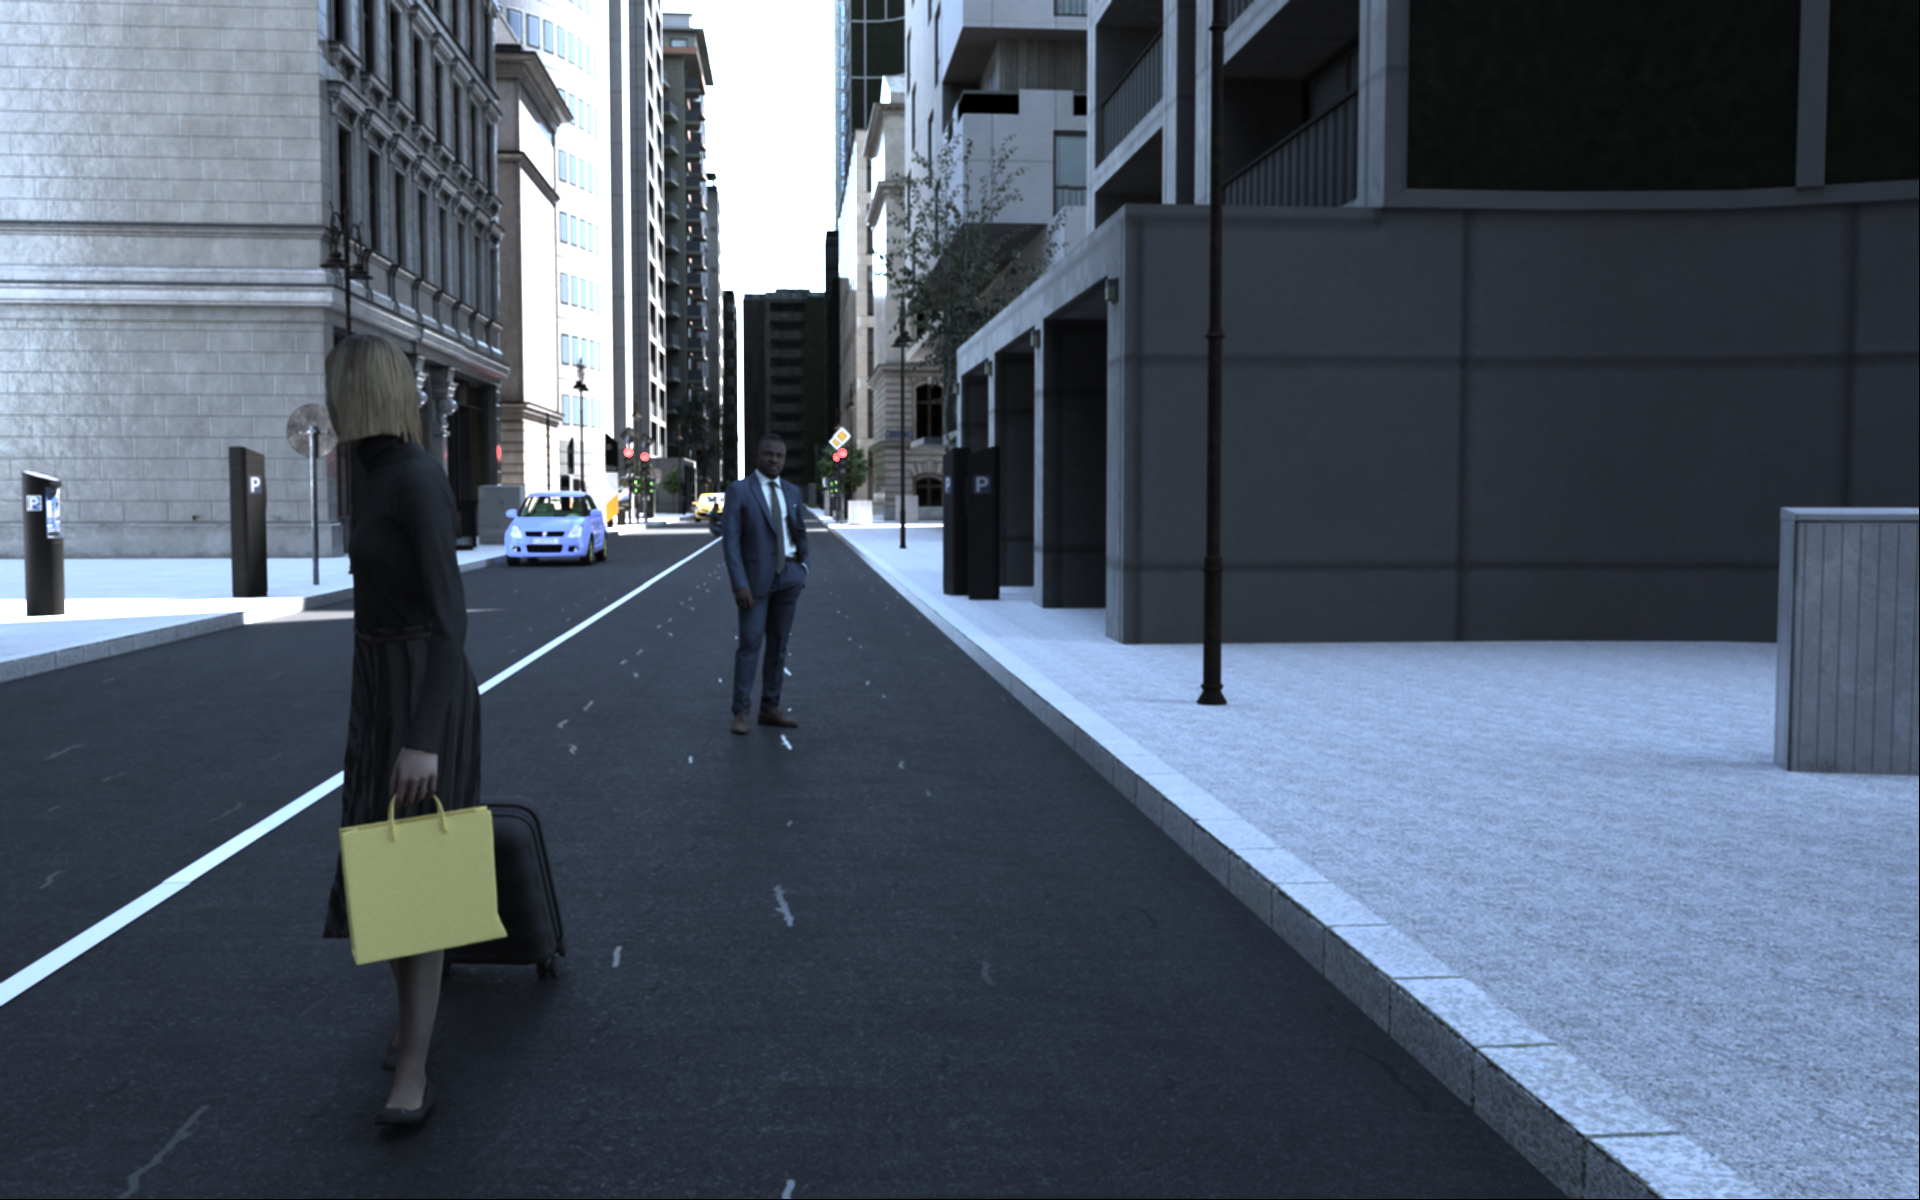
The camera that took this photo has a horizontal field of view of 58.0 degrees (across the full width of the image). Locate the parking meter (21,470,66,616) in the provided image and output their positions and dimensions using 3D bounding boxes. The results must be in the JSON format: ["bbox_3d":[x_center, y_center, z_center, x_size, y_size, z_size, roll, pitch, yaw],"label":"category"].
[{"bbox_3d":[-9.677,-0.604,18.290,0.372,1.533,0.369,0,3,0],"label":"parking meter"}]

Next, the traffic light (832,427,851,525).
[{"bbox_3d":[-4.925,-5.093,72.198,0.839,4.253,0.868,0,4,-6],"label":"traffic light"}]

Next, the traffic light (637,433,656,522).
[{"bbox_3d":[-14.373,-5.527,79.282,0.839,4.253,0.868,0,4,-6],"label":"traffic light"}]

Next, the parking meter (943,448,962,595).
[{"bbox_3d":[-0.041,-1.000,22.063,0.255,1.863,0.399,-1,4,-21],"label":"parking meter"}]

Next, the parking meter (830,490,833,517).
[{"bbox_3d":[-7.036,-5.365,96.136,0.372,1.533,0.369,0,3,0],"label":"parking meter"}]

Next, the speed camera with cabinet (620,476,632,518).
[{"bbox_3d":[-17.601,-5.900,90.798,0.660,3.252,2.038,-1,4,-18],"label":"speed camera with cabinet"}]

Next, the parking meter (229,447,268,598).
[{"bbox_3d":[-8.860,-0.970,21.579,0.255,1.863,0.399,1,4,20],"label":"parking meter"}]

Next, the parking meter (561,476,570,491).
[{"bbox_3d":[-12.438,-2.990,54.605,0.255,1.863,0.399,-1,4,-9],"label":"parking meter"}]

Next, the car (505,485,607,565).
[{"bbox_3d":[-8.351,-1.611,35.938,1.945,1.707,3.694,0,4,-5],"label":"car"}]

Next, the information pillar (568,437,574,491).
[{"bbox_3d":[-16.065,-4.905,71.549,0.183,3.616,0.504,-2,4,-32],"label":"information pillar"}]

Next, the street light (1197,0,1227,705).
[{"bbox_3d":[1.543,-2.302,10.432,0.468,5.910,1.993,0,4,-6],"label":"street light"}]

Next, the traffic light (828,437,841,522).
[{"bbox_3d":[-5.705,-5.579,80.145,0.839,4.253,0.868,0,4,-6],"label":"traffic light"}]

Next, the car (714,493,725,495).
[{"bbox_3d":[-14.457,-5.852,105.264,1.945,1.707,3.694,0,4,-6],"label":"car"}]

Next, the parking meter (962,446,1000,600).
[{"bbox_3d":[0.273,-0.940,21.078,0.399,1.863,0.255,1,4,10],"label":"parking meter"}]

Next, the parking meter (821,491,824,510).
[{"bbox_3d":[-11.123,-8.278,141.061,0.255,1.863,0.399,-3,4,-36],"label":"parking meter"}]

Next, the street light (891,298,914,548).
[{"bbox_3d":[-1.350,-4.159,40.790,0.468,5.910,1.993,0,4,-6],"label":"street light"}]

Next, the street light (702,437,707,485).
[{"bbox_3d":[-20.821,-10.282,140.900,0.468,5.910,1.993,0,4,-6],"label":"street light"}]

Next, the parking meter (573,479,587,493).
[{"bbox_3d":[-15.063,-3.862,68.849,0.399,1.863,0.255,0,4,2],"label":"parking meter"}]

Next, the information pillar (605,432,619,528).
[{"bbox_3d":[-13.168,-4.530,65.414,0.504,3.616,0.183,-1,4,-14],"label":"information pillar"}]

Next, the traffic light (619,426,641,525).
[{"bbox_3d":[-13.593,-5.041,71.335,0.839,4.253,0.868,0,4,-6],"label":"traffic light"}]

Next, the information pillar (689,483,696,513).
[{"bbox_3d":[-18.059,-6.879,116.958,0.304,2.012,0.304,-3,4,-37],"label":"information pillar"}]

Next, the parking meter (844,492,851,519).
[{"bbox_3d":[-5.783,-5.097,89.050,0.399,1.863,0.255,2,4,33],"label":"parking meter"}]

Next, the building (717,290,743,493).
[{"bbox_3d":[-38.370,-28.899,244.193,14.107,30.474,14.160,0,4,-6],"label":"building"}]

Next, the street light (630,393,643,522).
[{"bbox_3d":[-14.839,-6.531,79.577,0.468,5.910,1.993,0,4,-6],"label":"street light"}]

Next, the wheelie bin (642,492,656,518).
[{"bbox_3d":[-16.988,-5.307,94.683,0.693,1.594,0.980,-2,4,-24],"label":"wheelie bin"}]

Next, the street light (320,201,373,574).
[{"bbox_3d":[-9.762,-3.359,27.707,0.468,5.910,1.993,0,4,-6],"label":"street light"}]

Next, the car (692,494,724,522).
[{"bbox_3d":[-12.820,-4.853,89.564,2.015,1.641,3.980,0,4,-7],"label":"car"}]

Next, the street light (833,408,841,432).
[{"bbox_3d":[-6.613,-7.364,93.191,0.468,5.910,1.993,0,4,-6],"label":"street light"}]

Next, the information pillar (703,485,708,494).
[{"bbox_3d":[-19.987,-8.038,135.907,0.304,2.012,0.304,1,4,21],"label":"information pillar"}]

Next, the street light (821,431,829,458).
[{"bbox_3d":[-9.510,-9.236,123.799,0.468,5.910,1.993,0,4,-6],"label":"street light"}]

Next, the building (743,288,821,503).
[{"bbox_3d":[-23.845,-29.034,246.400,14.107,30.474,14.160,0,4,-6],"label":"building"}]

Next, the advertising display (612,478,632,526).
[{"bbox_3d":[-13.803,-3.994,70.523,0.974,1.923,0.123,2,4,26],"label":"advertising display"}]

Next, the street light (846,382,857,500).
[{"bbox_3d":[-4.466,-6.024,71.276,0.468,5.910,1.993,0,4,-6],"label":"street light"}]

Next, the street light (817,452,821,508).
[{"bbox_3d":[-12.450,-11.093,154.152,0.468,5.910,1.993,0,4,-6],"label":"street light"}]

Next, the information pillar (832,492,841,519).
[{"bbox_3d":[-6.267,-5.101,87.888,0.304,2.012,0.304,2,4,30],"label":"information pillar"}]

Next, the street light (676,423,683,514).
[{"bbox_3d":[-17.897,-8.426,110.545,0.468,5.910,1.993,0,4,-6],"label":"street light"}]

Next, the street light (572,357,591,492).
[{"bbox_3d":[-12.798,-5.249,58.613,0.468,5.910,1.993,0,4,-6],"label":"street light"}]

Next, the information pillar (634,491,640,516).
[{"bbox_3d":[-18.555,-5.802,99.361,0.304,2.012,0.304,0,4,-4],"label":"information pillar"}]
